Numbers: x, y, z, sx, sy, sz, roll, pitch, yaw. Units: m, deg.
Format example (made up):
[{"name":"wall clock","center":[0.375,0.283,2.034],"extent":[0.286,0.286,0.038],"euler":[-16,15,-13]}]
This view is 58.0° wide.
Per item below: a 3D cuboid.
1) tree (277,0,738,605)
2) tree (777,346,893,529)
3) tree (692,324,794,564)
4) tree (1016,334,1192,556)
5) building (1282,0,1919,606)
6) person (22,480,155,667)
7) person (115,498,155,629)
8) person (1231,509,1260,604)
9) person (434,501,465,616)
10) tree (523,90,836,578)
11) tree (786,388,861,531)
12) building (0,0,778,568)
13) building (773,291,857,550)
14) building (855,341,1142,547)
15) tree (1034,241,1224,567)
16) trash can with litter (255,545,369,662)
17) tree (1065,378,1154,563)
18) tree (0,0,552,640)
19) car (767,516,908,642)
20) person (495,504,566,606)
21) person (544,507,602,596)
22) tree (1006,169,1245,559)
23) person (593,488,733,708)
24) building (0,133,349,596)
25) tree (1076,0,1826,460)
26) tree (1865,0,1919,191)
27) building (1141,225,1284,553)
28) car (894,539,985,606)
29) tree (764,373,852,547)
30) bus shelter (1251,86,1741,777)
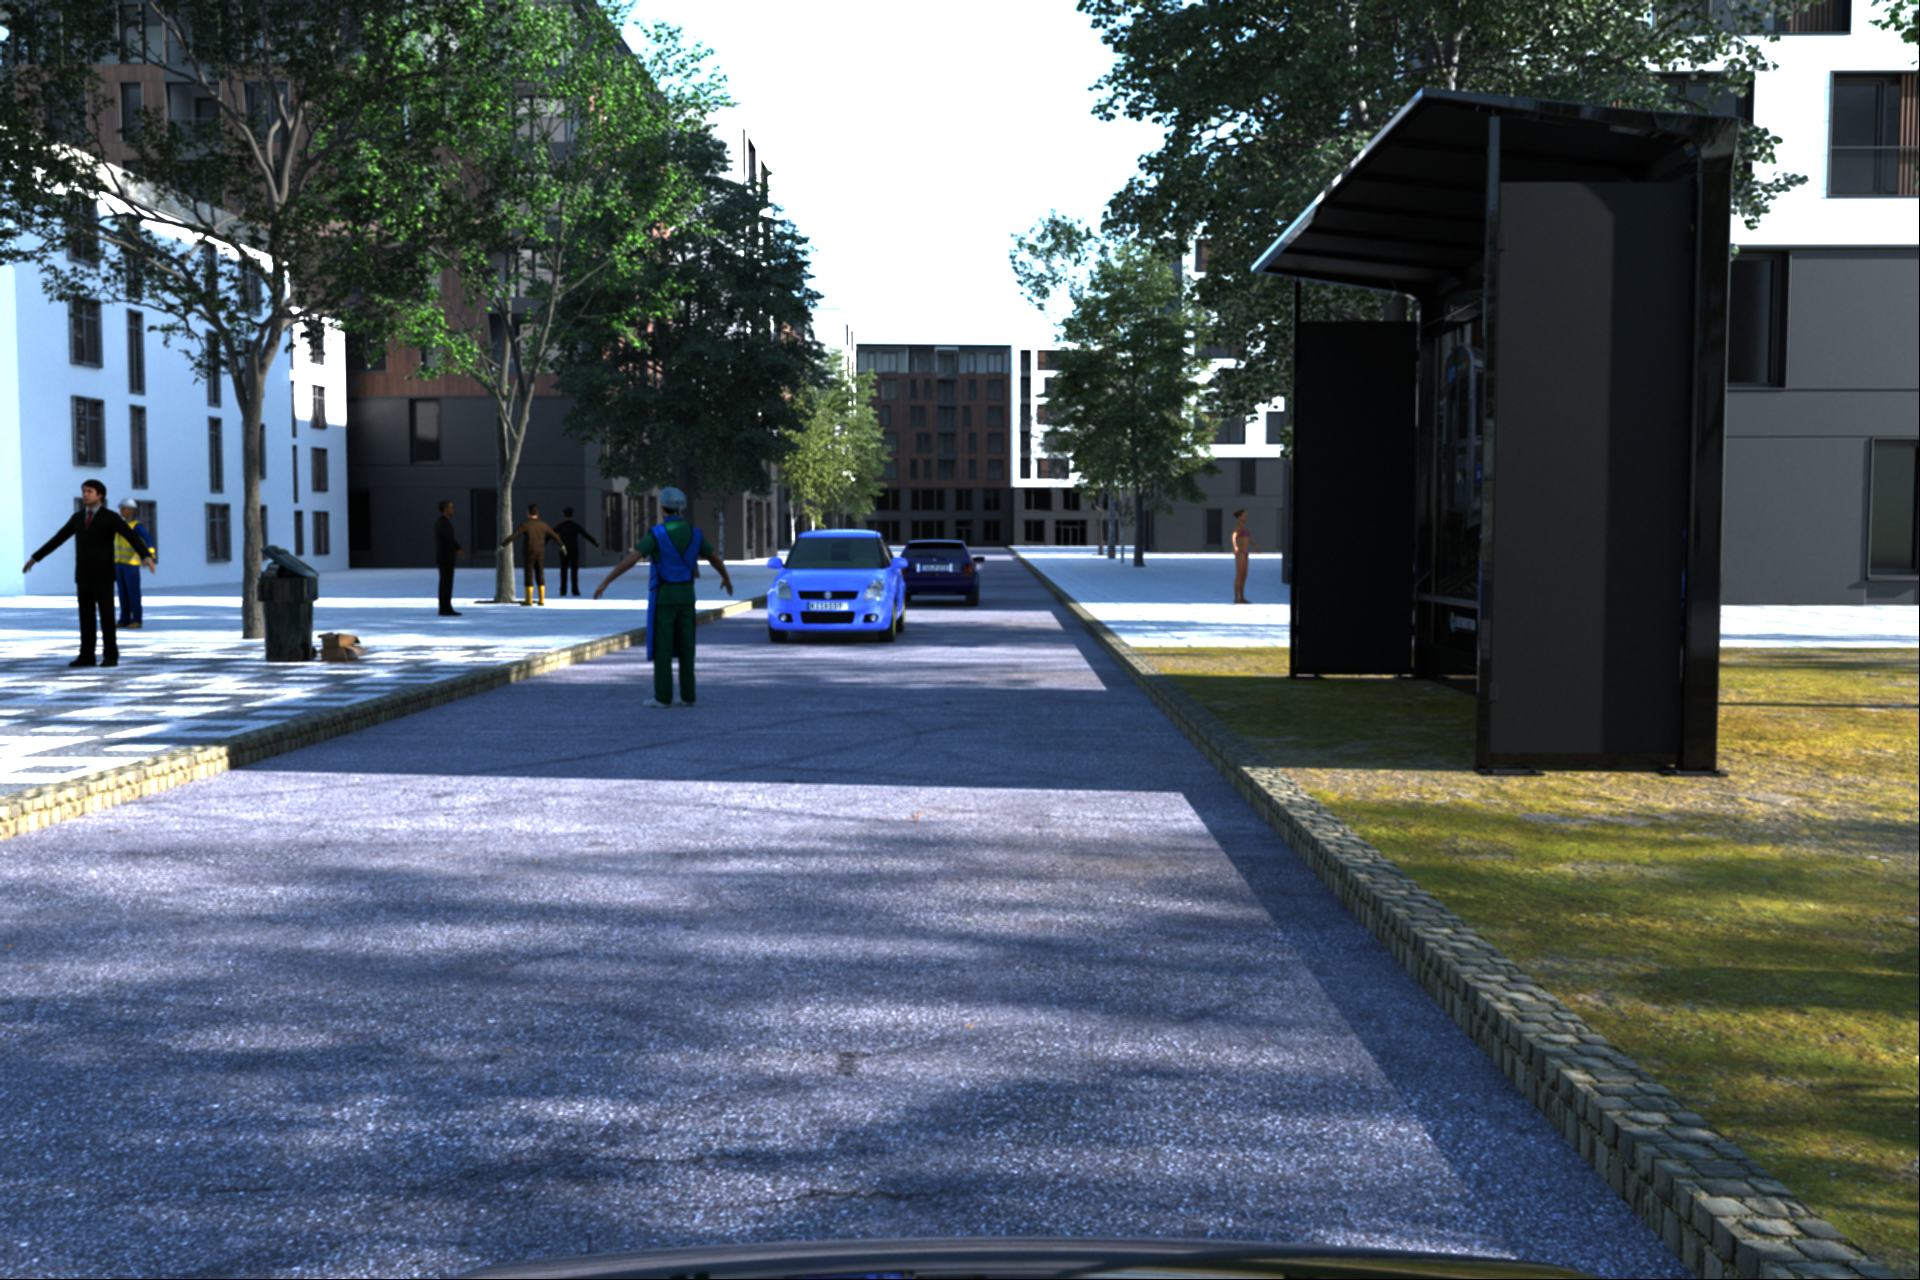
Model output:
[{"name":"tree","center":[-8.263,-6.486,31.799],"extent":[9.928,11.665,9.643],"euler":[0,3,0]},{"name":"tree","center":[-7.917,-11.451,105.357],"extent":[7.486,12.596,7.792],"euler":[0,3,0]},{"name":"tree","center":[-8.489,-6.699,59.895],"extent":[4.360,8.622,3.978],"euler":[0,3,0]},{"name":"tree","center":[8.297,-11.764,102.708],"extent":[12.009,13.543,11.850],"euler":[0,3,0]},{"name":"building","center":[22.335,-12.391,46.562],"extent":[27.936,21.610,32.646],"euler":[0,4,1]},{"name":"person","center":[-8.386,-0.647,16.764],"extent":[1.347,1.806,0.705],"euler":[0,4,7]},{"name":"person","center":[-11.371,-1.044,23.531],"extent":[1.216,1.772,0.721],"euler":[2,4,24]},{"name":"person","center":[5.244,-1.531,31.828],"extent":[0.721,1.733,1.217],"euler":[2,4,30]},{"name":"person","center":[-8.063,-1.287,27.267],"extent":[0.704,1.802,1.346],"euler":[-2,4,-29]},{"name":"tree","center":[-7.934,-8.791,50.394],"extent":[9.857,13.997,8.962],"euler":[0,3,0]},{"name":"tree","center":[-7.081,-8.282,85.774],"extent":[4.737,8.622,4.395],"euler":[0,3,0]},{"name":"building","center":[-24.309,-14.460,80.391],"extent":[27.936,21.610,32.646],"euler":[0,4,1]},{"name":"building","center":[-24.474,-18.992,154.492],"extent":[27.936,21.610,32.646],"euler":[0,4,1]},{"name":"building","center":[2.433,-21.365,195.754],"extent":[32.646,21.610,27.936],"euler":[0,4,-4]},{"name":"tree","center":[6.634,-9.154,67.794],"extent":[7.486,12.596,7.792],"euler":[0,3,0]},{"name":"trash can with litter","center":[-6.539,-0.374,17.504],"extent":[1.055,1.170,0.624],"euler":[0,4,1]},{"name":"tree","center":[7.363,-7.696,76.192],"extent":[4.360,8.622,3.978],"euler":[0,3,0]},{"name":"tree","center":[-8.700,-5.267,20.536],"extent":[8.767,10.594,7.601],"euler":[0,4,6]},{"name":"car","center":[-1.671,-0.888,24.114],"extent":[1.945,1.707,3.694],"euler":[0,4,1]},{"name":"person","center":[-7.655,-1.523,31.035],"extent":[1.346,1.812,0.704],"euler":[-3,4,-37]},{"name":"person","center":[-8.132,-1.841,36.036],"extent":[1.347,1.837,0.705],"euler":[0,4,-5]},{"name":"tree","center":[9.093,-14.258,89.001],"extent":[12.611,20.169,13.585],"euler":[0,3,0]},{"name":"person","center":[-2.407,-0.355,14.395],"extent":[1.347,1.817,0.704],"euler":[-3,5,-43]},{"name":"building","center":[-23.511,-6.577,49.682],"extent":[9.099,9.664,28.070],"euler":[0,4,1]},{"name":"tree","center":[6.323,-7.151,23.575],"extent":[9.857,13.997,8.962],"euler":[0,3,0]},{"name":"tree","center":[9.436,-5.274,11.984],"extent":[9.928,11.665,9.643],"euler":[0,3,0]},{"name":"building","center":[27.458,-17.551,130.940],"extent":[27.936,21.610,32.646],"euler":[0,4,1]},{"name":"car","center":[-0.465,-1.417,35.743],"extent":[1.945,1.354,3.894],"euler":[0,4,1]},{"name":"tree","center":[-7.157,-7.686,76.023],"extent":[4.737,8.622,4.395],"euler":[0,3,0]},{"name":"bus shelter","center":[3.355,-1.281,12.229],"extent":[1.731,3.624,6.357],"euler":[0,4,1]}]
